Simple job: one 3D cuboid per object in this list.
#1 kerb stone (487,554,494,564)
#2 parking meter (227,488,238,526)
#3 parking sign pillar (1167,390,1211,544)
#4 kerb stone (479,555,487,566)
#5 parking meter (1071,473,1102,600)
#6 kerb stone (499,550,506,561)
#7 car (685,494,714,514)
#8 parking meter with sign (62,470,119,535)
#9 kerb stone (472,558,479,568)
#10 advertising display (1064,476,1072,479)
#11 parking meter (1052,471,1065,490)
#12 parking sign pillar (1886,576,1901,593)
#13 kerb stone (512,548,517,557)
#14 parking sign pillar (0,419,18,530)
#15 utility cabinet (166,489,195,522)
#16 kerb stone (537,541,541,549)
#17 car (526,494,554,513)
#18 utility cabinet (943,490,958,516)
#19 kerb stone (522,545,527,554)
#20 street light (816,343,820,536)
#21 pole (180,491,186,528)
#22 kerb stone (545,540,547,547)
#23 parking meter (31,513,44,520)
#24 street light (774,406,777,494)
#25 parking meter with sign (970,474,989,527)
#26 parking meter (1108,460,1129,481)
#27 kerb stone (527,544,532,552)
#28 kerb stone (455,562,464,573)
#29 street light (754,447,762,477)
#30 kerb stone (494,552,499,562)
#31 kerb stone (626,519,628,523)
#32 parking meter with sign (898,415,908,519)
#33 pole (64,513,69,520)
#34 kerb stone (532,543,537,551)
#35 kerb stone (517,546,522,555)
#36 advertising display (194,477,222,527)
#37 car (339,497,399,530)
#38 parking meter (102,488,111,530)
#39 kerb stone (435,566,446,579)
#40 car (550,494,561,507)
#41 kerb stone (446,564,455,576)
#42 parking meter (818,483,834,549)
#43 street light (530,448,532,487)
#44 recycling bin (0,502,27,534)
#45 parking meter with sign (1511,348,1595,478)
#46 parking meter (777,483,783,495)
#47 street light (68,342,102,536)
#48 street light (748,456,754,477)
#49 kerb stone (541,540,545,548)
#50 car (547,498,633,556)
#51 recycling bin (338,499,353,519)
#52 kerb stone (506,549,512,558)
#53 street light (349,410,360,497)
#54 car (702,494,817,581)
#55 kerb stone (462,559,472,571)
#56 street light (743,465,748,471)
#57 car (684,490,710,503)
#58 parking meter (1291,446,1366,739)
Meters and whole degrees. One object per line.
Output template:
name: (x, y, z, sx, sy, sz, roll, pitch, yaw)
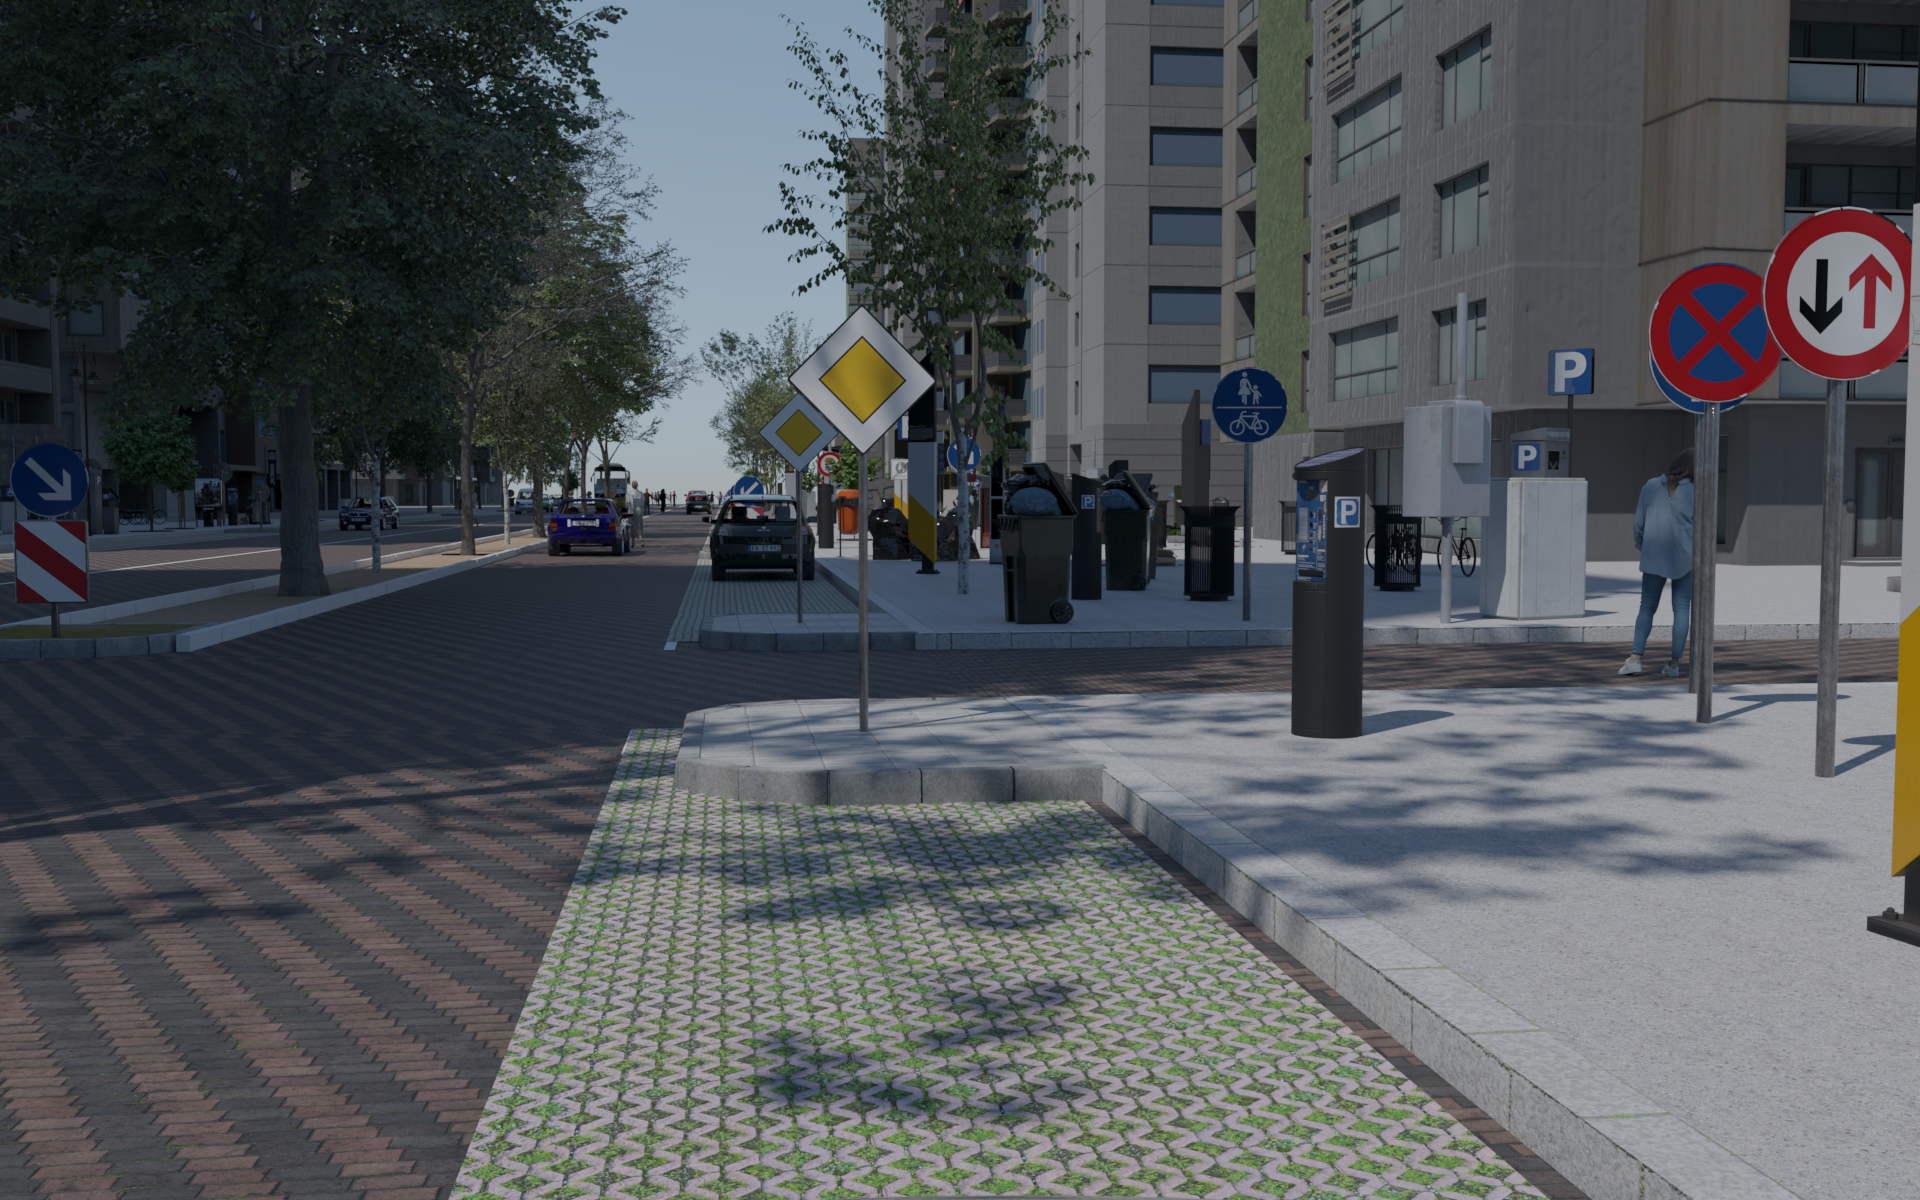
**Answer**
kerb stone: (-9.753, -0.811, 35.544, 0.120, 0.150, 1.000, 0, 4, -8)
parking meter: (-29.582, -3.794, 70.437, 0.372, 1.533, 0.369, 0, 3, 0)
parking sign pillar: (6.171, -3.483, 45.418, 1.447, 3.967, 1.447, 0, 4, -7)
kerb stone: (-9.609, -0.754, 34.531, 0.120, 0.150, 1.000, 0, 4, -8)
parking meter: (1.541, -0.774, 21.073, 0.372, 1.533, 0.369, 0, 3, 0)
kerb stone: (-10.022, -0.941, 37.574, 0.120, 0.150, 1.000, 0, 4, -8)
car: (-18.534, -6.929, 123.079, 2.009, 1.686, 4.222, 0, 4, -6)
parking meter with sign: (-27.625, -3.586, 54.891, 1.738, 3.016, 0.543, 0, 4, -2)
kerb stone: (-9.482, -0.692, 33.517, 0.120, 0.150, 1.000, 0, 4, -8)
advertising display: (3.717, -3.534, 62.999, 0.974, 1.923, 0.123, 0, 4, 0)
parking meter: (2.386, -2.278, 42.954, 0.399, 1.863, 0.255, -1, 4, -16)
parking sign pillar: (12.937, -2.084, 22.541, 1.447, 3.967, 1.447, 1, 4, 9)
kerb stone: (-10.310, -1.065, 39.602, 0.120, 0.150, 1.000, 0, 4, -8)
parking sign pillar: (-33.976, -4.476, 61.655, 1.447, 3.967, 1.447, -3, 5, -42)
utility cabinet: (-35.892, -4.348, 79.775, 1.173, 1.500, 0.318, -2, 4, -33)
kerb stone: (-11.000, -1.374, 44.692, 0.120, 0.150, 1.000, 0, 4, -8)
car: (-32.847, -7.746, 135.437, 1.959, 1.807, 4.718, 0, 4, -7)
utility cabinet: (-0.289, -4.925, 89.208, 1.173, 1.500, 0.318, 3, 4, 36)
kerb stone: (-10.579, -1.189, 41.639, 0.120, 0.150, 1.000, 0, 4, -8)
street light: (-4.359, -4.921, 53.246, 0.468, 5.910, 1.993, 0, 4, -8)
pole: (-29.061, -4.333, 64.693, 0.158, 3.312, 0.155, 0, 3, 0)
kerb stone: (-11.271, -1.500, 46.723, 0.120, 0.150, 1.000, 0, 4, -8)
parking meter: (-28.783, -2.959, 54.091, 0.399, 1.863, 0.255, 1, 4, 9)
street light: (-9.700, -7.238, 91.122, 0.468, 5.910, 1.993, 0, 4, -8)
parking meter with sign: (0.862, -4.346, 67.313, 0.543, 3.016, 1.738, 2, 4, 33)
parking meter: (2.724, -1.475, 29.836, 0.255, 1.863, 0.399, -1, 4, -14)
kerb stone: (-10.721, -1.252, 42.659, 0.120, 0.150, 1.000, 0, 4, -8)
kerb stone: (-9.203, -0.562, 31.492, 0.120, 0.150, 1.000, 0, 4, -8)
street light: (-14.912, -9.582, 129.461, 0.468, 5.910, 1.993, 0, 4, -8)
kerb stone: (-9.903, -0.879, 36.559, 0.120, 0.150, 1.000, 0, 4, -8)
kerb stone: (-17.066, -4.109, 89.376, 0.120, 0.150, 1.000, 0, 4, -8)
parking meter with sign: (-0.896, -2.510, 37.295, 0.543, 3.016, 1.738, -1, 4, -14)
pole: (-44.768, -5.676, 86.640, 0.158, 3.312, 0.155, 0, 3, 0)
kerb stone: (-10.859, -1.314, 43.672, 0.120, 0.150, 1.000, 0, 4, -8)
kerb stone: (-10.447, -1.120, 40.622, 0.120, 0.150, 1.000, 0, 4, -8)
advertising display: (-29.166, -3.790, 67.184, 0.974, 1.923, 0.123, -1, 4, -17)
car: (-23.857, -3.509, 69.957, 1.945, 1.354, 3.894, 0, 4, -6)
parking meter: (-30.892, -3.318, 62.666, 0.372, 1.533, 0.369, 0, 3, 0)
kerb stone: (-8.924, -0.444, 29.456, 0.120, 0.150, 1.000, 0, 4, -8)
car: (-40.969, -10.027, 175.949, 2.014, 1.417, 4.499, 0, 4, -7)
kerb stone: (-9.065, -0.506, 30.474, 0.120, 0.150, 1.000, 0, 4, -8)
parking meter: (-3.150, -1.977, 40.739, 0.372, 1.533, 0.369, 0, 3, 0)
street light: (-42.869, -12.244, 172.975, 0.468, 5.910, 1.993, 0, 4, -8)
recycling bin: (-30.436, -2.640, 55.720, 0.722, 1.027, 0.722, -2, 4, -30)
parking meter with sign: (6.774, -1.471, 20.320, 0.543, 3.016, 1.738, 3, 5, 44)
parking meter: (-9.240, -5.087, 88.881, 0.255, 1.863, 0.399, -1, 4, -9)
street light: (-26.530, -4.883, 52.622, 0.468, 5.910, 1.993, 0, 4, -8)
street light: (-19.949, -11.902, 167.378, 0.468, 5.910, 1.993, 0, 4, -8)
kerb stone: (-11.132, -1.436, 45.705, 0.120, 0.150, 1.000, 0, 4, -8)
car: (-8.820, -1.761, 41.373, 1.945, 1.354, 3.894, 0, 4, -7)
recycling bin: (-31.198, -4.631, 88.273, 0.722, 1.027, 0.722, 3, 5, 43)
kerb stone: (-10.163, -1.003, 38.591, 0.120, 0.150, 1.000, 0, 4, -8)
street light: (-31.730, -7.229, 90.980, 0.468, 5.910, 1.993, 0, 4, -8)
car: (-3.441, -1.229, 29.883, 2.009, 1.686, 4.222, 0, 4, -8)
kerb stone: (-9.344, -0.631, 32.504, 0.120, 0.150, 1.000, 0, 4, -8)
street light: (-25.814, -14.566, 210.934, 0.468, 5.910, 1.993, 0, 4, -8)
car: (-23.323, -8.868, 153.656, 2.281, 1.827, 5.304, -1, 4, -9)
parking meter: (1.957, -0.049, 9.206, 0.372, 1.533, 0.369, 0, 3, 0)
